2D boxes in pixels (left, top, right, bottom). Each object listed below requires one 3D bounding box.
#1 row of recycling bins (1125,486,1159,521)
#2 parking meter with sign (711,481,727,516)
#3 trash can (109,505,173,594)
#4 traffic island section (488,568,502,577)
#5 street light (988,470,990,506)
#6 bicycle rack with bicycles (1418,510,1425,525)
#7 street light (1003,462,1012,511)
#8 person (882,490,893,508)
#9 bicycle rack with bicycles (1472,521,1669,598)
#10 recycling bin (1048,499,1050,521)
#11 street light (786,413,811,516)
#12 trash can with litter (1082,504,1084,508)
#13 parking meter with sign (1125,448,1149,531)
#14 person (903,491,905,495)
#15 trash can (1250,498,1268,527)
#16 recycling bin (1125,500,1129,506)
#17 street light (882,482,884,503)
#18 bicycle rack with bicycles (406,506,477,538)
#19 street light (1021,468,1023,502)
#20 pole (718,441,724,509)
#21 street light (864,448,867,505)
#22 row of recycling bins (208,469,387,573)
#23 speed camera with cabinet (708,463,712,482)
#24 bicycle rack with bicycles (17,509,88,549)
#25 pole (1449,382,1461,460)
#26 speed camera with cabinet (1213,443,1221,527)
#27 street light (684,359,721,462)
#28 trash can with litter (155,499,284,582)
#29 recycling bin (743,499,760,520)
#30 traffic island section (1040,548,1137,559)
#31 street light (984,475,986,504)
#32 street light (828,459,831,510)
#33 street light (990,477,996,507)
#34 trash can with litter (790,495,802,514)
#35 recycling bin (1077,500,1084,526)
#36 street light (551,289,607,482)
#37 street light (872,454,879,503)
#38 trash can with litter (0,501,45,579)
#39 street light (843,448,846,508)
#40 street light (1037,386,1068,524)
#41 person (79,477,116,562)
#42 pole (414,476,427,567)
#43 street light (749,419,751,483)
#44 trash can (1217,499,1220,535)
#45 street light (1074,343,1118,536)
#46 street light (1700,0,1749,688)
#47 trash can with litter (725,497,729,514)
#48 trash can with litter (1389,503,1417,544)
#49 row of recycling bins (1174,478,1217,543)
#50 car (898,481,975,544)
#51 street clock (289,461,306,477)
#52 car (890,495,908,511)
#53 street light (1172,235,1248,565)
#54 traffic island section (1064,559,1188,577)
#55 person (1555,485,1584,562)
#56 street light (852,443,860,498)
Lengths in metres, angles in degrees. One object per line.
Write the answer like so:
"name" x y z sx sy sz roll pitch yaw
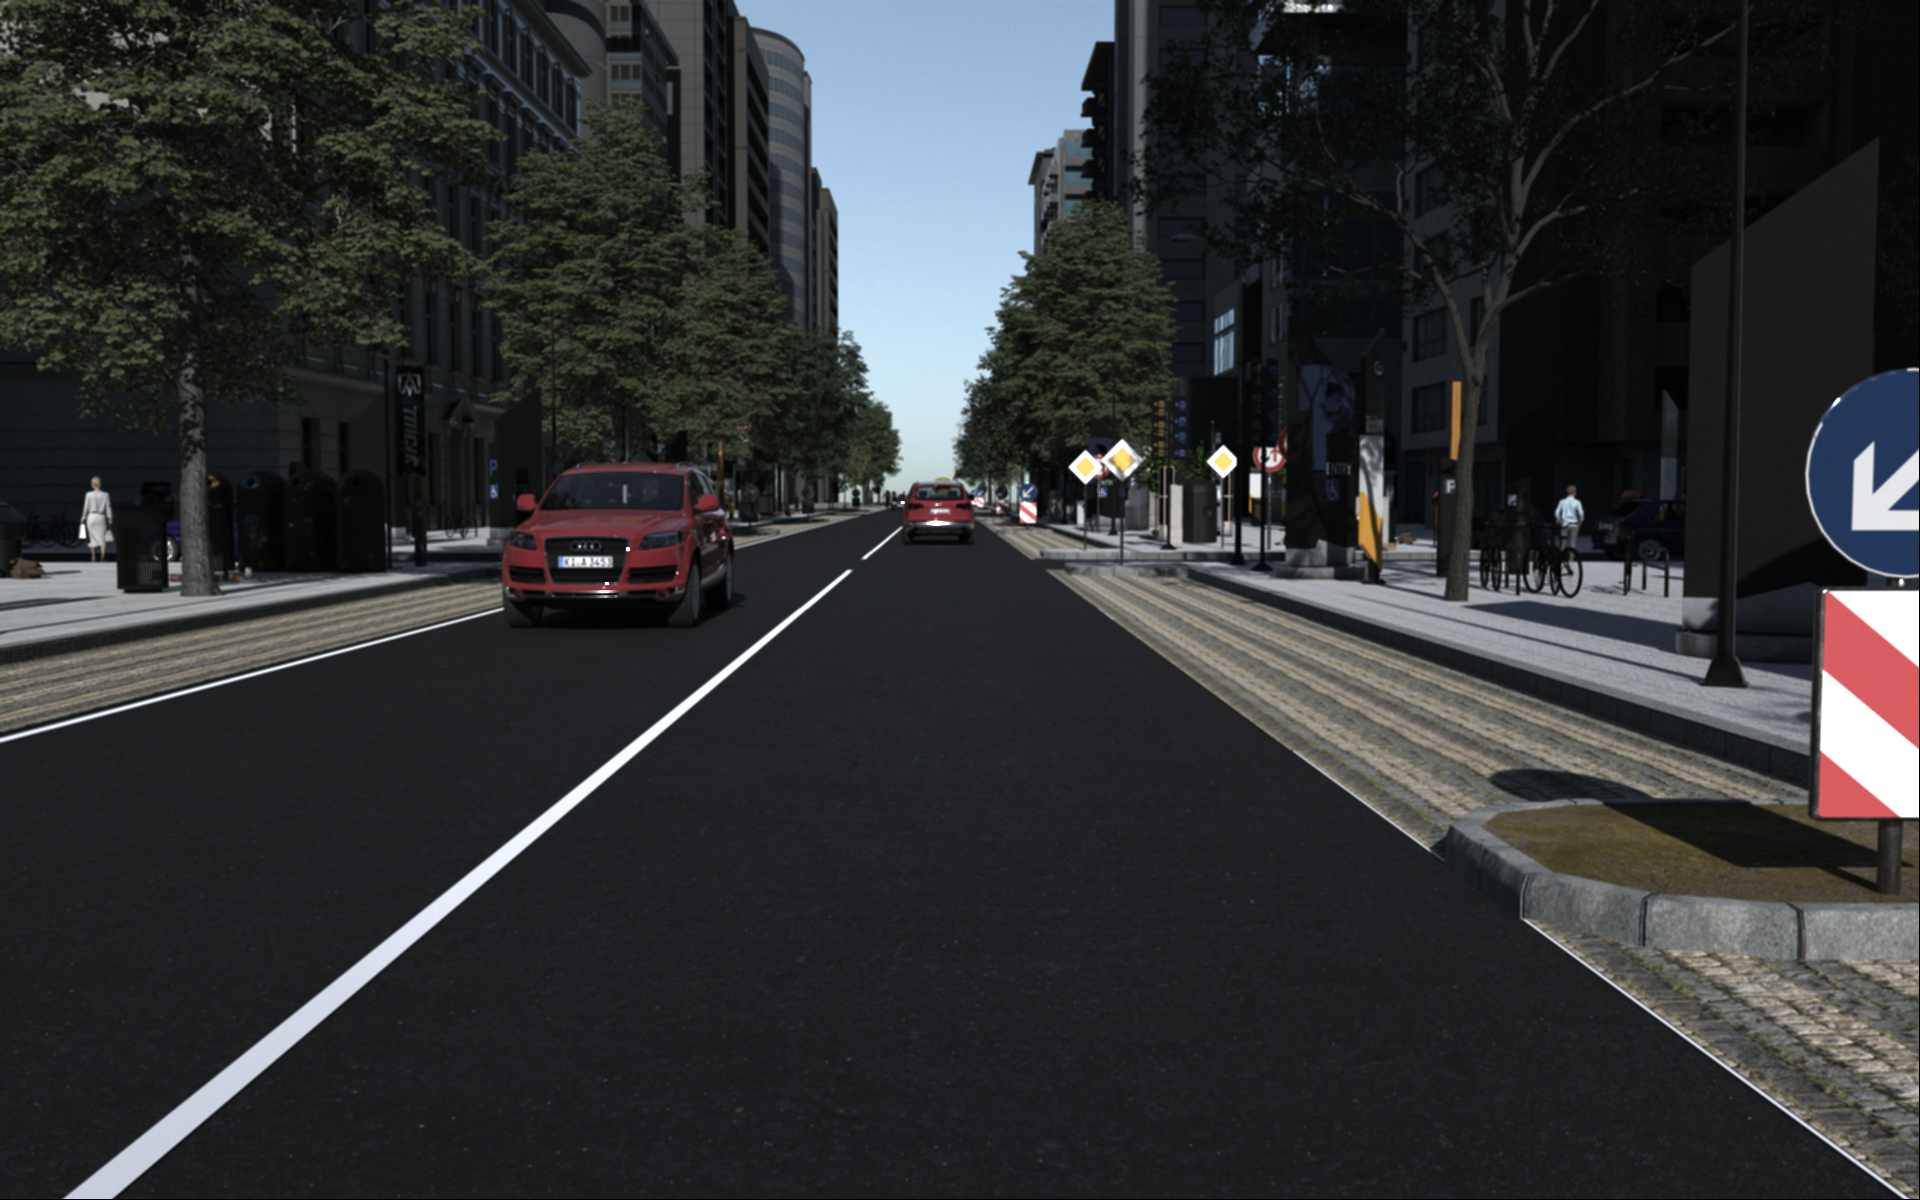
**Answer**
"row of recycling bins" 7.892 -4.642 83.002 3.534 1.692 1.069 2 4 29
"parking meter with sign" -14.417 -6.528 102.999 0.543 3.016 1.738 -3 5 -43
"trash can" -10.612 -0.662 22.472 0.748 1.137 0.748 0 3 0
"traffic island section" -7.148 -0.546 31.215 2.009 0.180 2.903 0 4 -1
"street light" 3.238 -10.885 150.513 1.470 5.913 1.316 0 4 -1
"bicycle rack with bicycles" 21.023 -3.632 72.763 2.925 0.926 2.852 2 4 31
"street light" 3.545 -8.618 113.445 1.470 5.913 1.316 0 4 -1
"person" -7.236 -10.013 172.175 1.348 1.831 0.705 2 4 24
"bicycle rack with bicycles" 7.953 -0.553 22.425 2.852 0.926 2.925 1 4 14
"recycling bin" 4.601 -4.249 82.028 0.722 1.027 0.722 1 4 21
"street light" -9.307 -7.757 99.363 1.470 5.913 1.316 0 4 -1
"trash can with litter" 5.010 -3.161 63.068 1.055 1.170 0.624 -1 4 -13
"parking meter with sign" 6.305 -3.985 61.410 0.543 3.016 1.738 2 4 34
"person" -8.506 -15.643 263.900 0.705 1.869 1.348 1 4 16
"trash can" 11.704 -3.436 67.825 0.748 1.137 0.748 0 3 0
"recycling bin" 6.906 -3.481 69.468 0.722 1.027 0.722 -2 4 -25
"street light" -10.520 -15.037 218.391 1.470 5.913 1.316 0 4 -1
"bicycle rack with bicycles" -15.427 -2.282 50.699 2.852 0.926 2.925 0 4 -2
"street light" 3.730 -7.371 93.061 1.470 5.913 1.316 0 4 -1
"pole" -9.110 -4.419 66.093 0.158 3.312 0.155 0 3 0
"street light" -10.059 -12.443 175.979 1.470 5.913 1.316 0 4 -1
"row of recycling bins" -11.179 -1.319 28.679 3.534 1.692 1.069 1 4 9
"speed camera with cabinet" -16.220 -7.025 109.193 0.660 3.252 2.038 -2 4 -28
"bicycle rack with bicycles" -22.050 -1.701 41.186 2.852 0.926 2.925 3 5 41
"pole" 8.991 -2.303 31.502 0.158 3.312 0.155 0 3 0
"speed camera with cabinet" 9.949 -4.423 66.645 0.660 3.252 2.038 1 4 12
"street light" -8.932 -5.332 59.712 1.470 5.913 1.316 0 4 -1
"trash can with litter" -11.384 -0.901 25.782 2.233 1.210 1.678 1 4 19
"recycling bin" -10.476 -4.548 86.906 0.722 1.027 0.722 -1 4 -21
"traffic island section" 2.861 -1.041 39.299 2.009 0.180 2.903 0 4 -1
"street light" 2.889 -12.093 170.268 1.470 5.913 1.316 0 4 -1
"street light" -9.472 -8.774 115.989 1.470 5.913 1.316 0 4 -1
"street light" 3.238 -9.665 130.566 1.470 5.913 1.316 0 4 -1
"trash can with litter" -10.528 -6.242 113.113 1.678 1.210 2.233 0 3 0
"recycling bin" 5.164 -3.505 69.865 0.722 1.027 0.722 2 4 25
"street light" -8.694 -4.088 39.381 1.470 5.913 1.316 0 4 -1
"street light" -10.325 -13.828 198.635 1.470 5.913 1.316 0 4 -1
"trash can with litter" -14.412 -0.923 26.473 1.055 1.170 0.624 2 4 27
"street light" -9.728 -10.004 136.101 1.470 5.913 1.316 0 4 -1
"street light" 3.894 -6.163 73.304 1.470 5.913 1.316 0 4 -1
"person" -17.455 -1.598 34.981 0.694 1.780 0.624 -1 4 -18
"pole" -9.535 -2.245 30.546 0.158 3.312 0.155 0 3 0
"street light" -9.139 -6.548 79.606 1.470 5.913 1.316 0 4 -1
"trash can" 8.238 -2.639 54.798 0.748 1.137 0.748 0 3 0
"street light" 4.213 -4.955 53.548 1.470 5.913 1.316 0 4 -1
"street light" 4.591 -2.379 11.445 1.470 5.913 1.316 0 4 -1
"trash can with litter" -11.027 -4.101 78.442 1.055 1.170 0.624 -2 4 -28
"trash can with litter" 11.184 -2.032 44.605 1.055 1.170 0.624 0 4 -6
"row of recycling bins" 6.346 -2.444 47.076 1.069 1.692 3.534 0 4 -1
"car" -0.674 -2.576 50.787 2.281 1.827 5.304 0 4 -3
"street clock" -14.638 -2.064 38.324 0.358 2.002 0.471 -3 5 -41
"car" -5.186 -8.519 151.859 1.945 1.354 3.894 0 4 -1
"street light" 4.495 -3.588 31.203 1.470 5.913 1.316 0 4 -1
"traffic island section" 2.943 -0.552 31.314 2.009 0.180 2.903 0 4 -1
"person" 12.028 -1.458 34.155 0.330 1.601 0.589 -3 5 -43
"street light" -9.827 -11.212 155.859 1.470 5.913 1.316 0 4 -1
